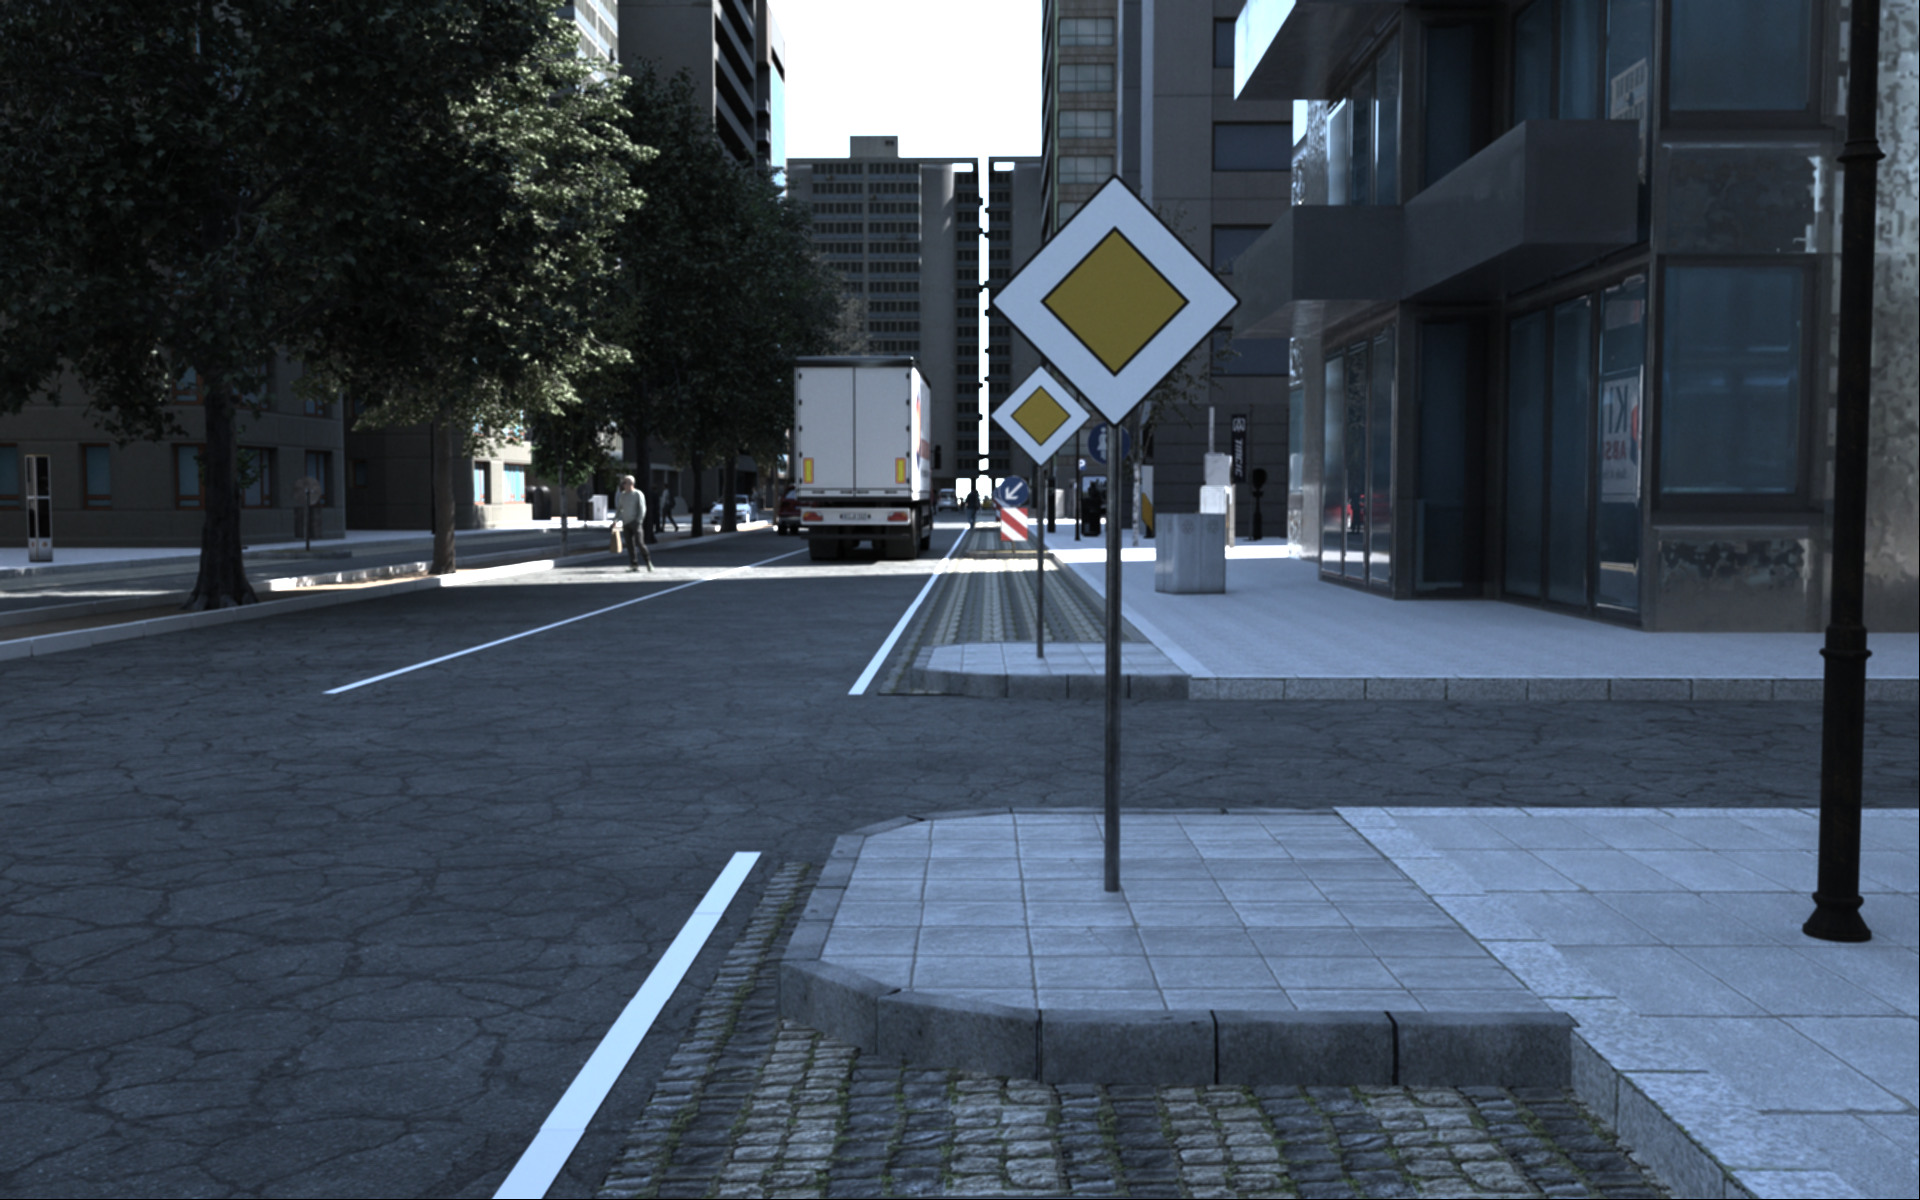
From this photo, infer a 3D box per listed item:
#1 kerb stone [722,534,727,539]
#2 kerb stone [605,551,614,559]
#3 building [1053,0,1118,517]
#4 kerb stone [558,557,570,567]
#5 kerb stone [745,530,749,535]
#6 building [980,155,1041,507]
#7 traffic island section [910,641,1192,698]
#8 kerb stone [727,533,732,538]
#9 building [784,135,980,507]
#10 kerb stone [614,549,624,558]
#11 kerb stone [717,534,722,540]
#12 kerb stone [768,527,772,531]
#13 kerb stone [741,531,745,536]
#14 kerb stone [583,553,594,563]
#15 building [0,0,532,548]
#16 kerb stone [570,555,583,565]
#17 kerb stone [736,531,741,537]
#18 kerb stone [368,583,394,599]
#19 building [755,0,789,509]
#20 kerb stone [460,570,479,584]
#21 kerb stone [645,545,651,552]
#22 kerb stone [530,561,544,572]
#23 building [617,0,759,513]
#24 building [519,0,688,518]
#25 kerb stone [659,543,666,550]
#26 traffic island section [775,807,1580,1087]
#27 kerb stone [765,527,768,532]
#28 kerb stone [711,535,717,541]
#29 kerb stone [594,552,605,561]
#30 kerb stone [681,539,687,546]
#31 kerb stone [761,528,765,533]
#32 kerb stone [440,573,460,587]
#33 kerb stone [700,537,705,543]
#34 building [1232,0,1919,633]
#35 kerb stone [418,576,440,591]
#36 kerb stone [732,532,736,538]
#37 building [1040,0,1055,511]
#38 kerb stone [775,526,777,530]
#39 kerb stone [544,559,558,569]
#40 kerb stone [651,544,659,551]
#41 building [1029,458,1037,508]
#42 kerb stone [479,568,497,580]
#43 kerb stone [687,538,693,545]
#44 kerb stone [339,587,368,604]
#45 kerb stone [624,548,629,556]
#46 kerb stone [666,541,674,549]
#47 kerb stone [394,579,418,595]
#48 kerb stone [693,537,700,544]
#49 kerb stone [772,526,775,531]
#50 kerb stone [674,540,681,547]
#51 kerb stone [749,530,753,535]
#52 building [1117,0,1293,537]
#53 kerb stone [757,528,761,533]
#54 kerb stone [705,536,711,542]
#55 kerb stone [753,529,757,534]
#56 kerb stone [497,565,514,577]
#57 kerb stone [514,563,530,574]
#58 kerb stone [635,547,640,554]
[{"bbox_3d":[-7.592,-1.987,54.751,0.120,0.150,1.000,0,4,1],"label":"kerb stone"},{"bbox_3d":[-7.876,-0.988,38.351,0.120,0.150,1.000,0,4,1],"label":"kerb stone"},{"bbox_3d":[12.581,-25.664,103.208,14.154,41.232,14.086,0,4,1],"label":"building"},{"bbox_3d":[-7.939,-0.736,34.258,0.120,0.150,1.000,0,4,1],"label":"kerb stone"},{"bbox_3d":[-7.493,-2.301,59.867,0.120,0.150,1.000,0,4,1],"label":"kerb stone"},{"bbox_3d":[14.577,-30.411,189.104,23.993,40.220,32.217,0,4,1],"label":"building"},{"bbox_3d":[0.650,0.531,13.603,2.009,0.180,2.903,0,4,1],"label":"traffic island section"},{"bbox_3d":[-7.573,-2.054,55.774,0.120,0.150,1.000,0,4,1],"label":"kerb stone"},{"bbox_3d":[-9.403,-30.468,190.036,23.993,40.220,32.217,0,4,1],"label":"building"},{"bbox_3d":[-7.855,-1.050,39.379,0.120,0.150,1.000,0,4,1],"label":"kerb stone"},{"bbox_3d":[-7.614,-1.920,53.724,0.120,0.150,1.000,0,4,1],"label":"kerb stone"},{"bbox_3d":[-7.396,-2.680,66.011,0.120,0.150,1.000,0,4,1],"label":"kerb stone"},{"bbox_3d":[-7.518,-2.241,58.841,0.120,0.150,1.000,0,4,1],"label":"kerb stone"},{"bbox_3d":[-7.903,-0.857,36.302,0.120,0.150,1.000,0,4,1],"label":"kerb stone"},{"bbox_3d":[-31.371,-12.854,55.201,27.650,21.520,28.899,0,4,1],"label":"building"},{"bbox_3d":[-7.919,-0.800,35.280,0.120,0.150,1.000,0,4,1],"label":"kerb stone"},{"bbox_3d":[-7.535,-2.178,57.819,0.120,0.150,1.000,0,4,1],"label":"kerb stone"},{"bbox_3d":[-8.119,-0.111,24.017,0.120,0.150,1.000,0,4,1],"label":"kerb stone"},{"bbox_3d":[-23.375,-30.913,155.539,14.200,45.320,14.600,0,4,1],"label":"building"},{"bbox_3d":[-8.055,-0.360,28.120,0.120,0.150,1.000,0,4,1],"label":"kerb stone"},{"bbox_3d":[-7.798,-1.235,42.465,0.120,0.150,1.000,0,4,1],"label":"kerb stone"},{"bbox_3d":[-7.979,-0.612,32.210,0.120,0.150,1.000,0,4,1],"label":"kerb stone"},{"bbox_3d":[-26.590,-30.600,124.010,21.300,48.544,21.600,0,4,1],"label":"building"},{"bbox_3d":[-33.288,-25.010,100.802,32.217,40.220,23.993,0,4,1],"label":"building"},{"bbox_3d":[-7.764,-1.365,44.509,0.120,0.150,1.000,0,4,1],"label":"kerb stone"},{"bbox_3d":[0.512,1.019,5.619,2.009,0.180,2.903,0,4,1],"label":"traffic island section"},{"bbox_3d":[-7.411,-2.617,64.989,0.120,0.150,1.000,0,4,1],"label":"kerb stone"},{"bbox_3d":[-7.623,-1.866,52.701,0.120,0.150,1.000,0,4,1],"label":"kerb stone"},{"bbox_3d":[-7.887,-0.923,37.329,0.120,0.150,1.000,0,4,1],"label":"kerb stone"},{"bbox_3d":[-7.709,-1.553,47.581,0.120,0.150,1.000,0,4,1],"label":"kerb stone"},{"bbox_3d":[-7.432,-2.554,63.961,0.120,0.150,1.000,0,4,1],"label":"kerb stone"},{"bbox_3d":[-8.069,-0.300,27.097,0.120,0.150,1.000,0,4,1],"label":"kerb stone"},{"bbox_3d":[-7.660,-1.737,50.652,0.120,0.150,1.000,0,4,1],"label":"kerb stone"},{"bbox_3d":[19.263,-24.724,23.841,30.456,49.044,23.786,0,4,1],"label":"building"},{"bbox_3d":[-8.084,-0.237,26.075,0.120,0.150,1.000,0,4,1],"label":"kerb stone"},{"bbox_3d":[-7.546,-2.113,56.797,0.120,0.150,1.000,0,4,1],"label":"kerb stone"},{"bbox_3d":[16.619,-30.425,121.157,21.300,48.544,21.600,0,4,1],"label":"building"},{"bbox_3d":[-7.362,-2.803,68.066,0.120,0.150,1.000,0,4,1],"label":"kerb stone"},{"bbox_3d":[-7.957,-0.669,33.233,0.120,0.150,1.000,0,4,1],"label":"kerb stone"},{"bbox_3d":[-7.785,-1.302,43.487,0.120,0.150,1.000,0,4,1],"label":"kerb stone"},{"bbox_3d":[17.490,-50.983,146.238,22.319,86.520,31.000,0,4,1],"label":"building"},{"bbox_3d":[-8.037,-0.422,29.142,0.120,0.150,1.000,0,4,1],"label":"kerb stone"},{"bbox_3d":[-7.701,-1.615,48.607,0.120,0.150,1.000,0,4,1],"label":"kerb stone"},{"bbox_3d":[-8.134,-0.044,22.995,0.120,0.150,1.000,0,4,1],"label":"kerb stone"},{"bbox_3d":[-7.834,-1.112,40.412,0.120,0.150,1.000,0,4,1],"label":"kerb stone"},{"bbox_3d":[-7.746,-1.425,45.531,0.120,0.150,1.000,0,4,1],"label":"kerb stone"},{"bbox_3d":[-8.100,-0.174,25.043,0.120,0.150,1.000,0,4,1],"label":"kerb stone"},{"bbox_3d":[-7.676,-1.678,49.629,0.120,0.150,1.000,0,4,1],"label":"kerb stone"},{"bbox_3d":[-7.379,-2.741,67.040,0.120,0.150,1.000,0,4,1],"label":"kerb stone"},{"bbox_3d":[-7.726,-1.486,46.553,0.120,0.150,1.000,0,4,1],"label":"kerb stone"},{"bbox_3d":[-7.479,-2.367,60.889,0.120,0.150,1.000,0,4,1],"label":"kerb stone"},{"bbox_3d":[16.399,-31.907,63.681,21.231,58.520,28.212,0,4,1],"label":"building"},{"bbox_3d":[-7.441,-2.492,62.933,0.120,0.150,1.000,0,4,1],"label":"kerb stone"},{"bbox_3d":[-7.645,-1.803,51.674,0.120,0.150,1.000,0,4,1],"label":"kerb stone"},{"bbox_3d":[-7.470,-2.426,61.911,0.120,0.150,1.000,0,4,1],"label":"kerb stone"},{"bbox_3d":[-8.008,-0.487,30.164,0.120,0.150,1.000,0,4,1],"label":"kerb stone"},{"bbox_3d":[-7.991,-0.547,31.188,0.120,0.150,1.000,0,4,1],"label":"kerb stone"},{"bbox_3d":[-7.821,-1.177,41.442,0.120,0.150,1.000,0,4,1],"label":"kerb stone"}]
